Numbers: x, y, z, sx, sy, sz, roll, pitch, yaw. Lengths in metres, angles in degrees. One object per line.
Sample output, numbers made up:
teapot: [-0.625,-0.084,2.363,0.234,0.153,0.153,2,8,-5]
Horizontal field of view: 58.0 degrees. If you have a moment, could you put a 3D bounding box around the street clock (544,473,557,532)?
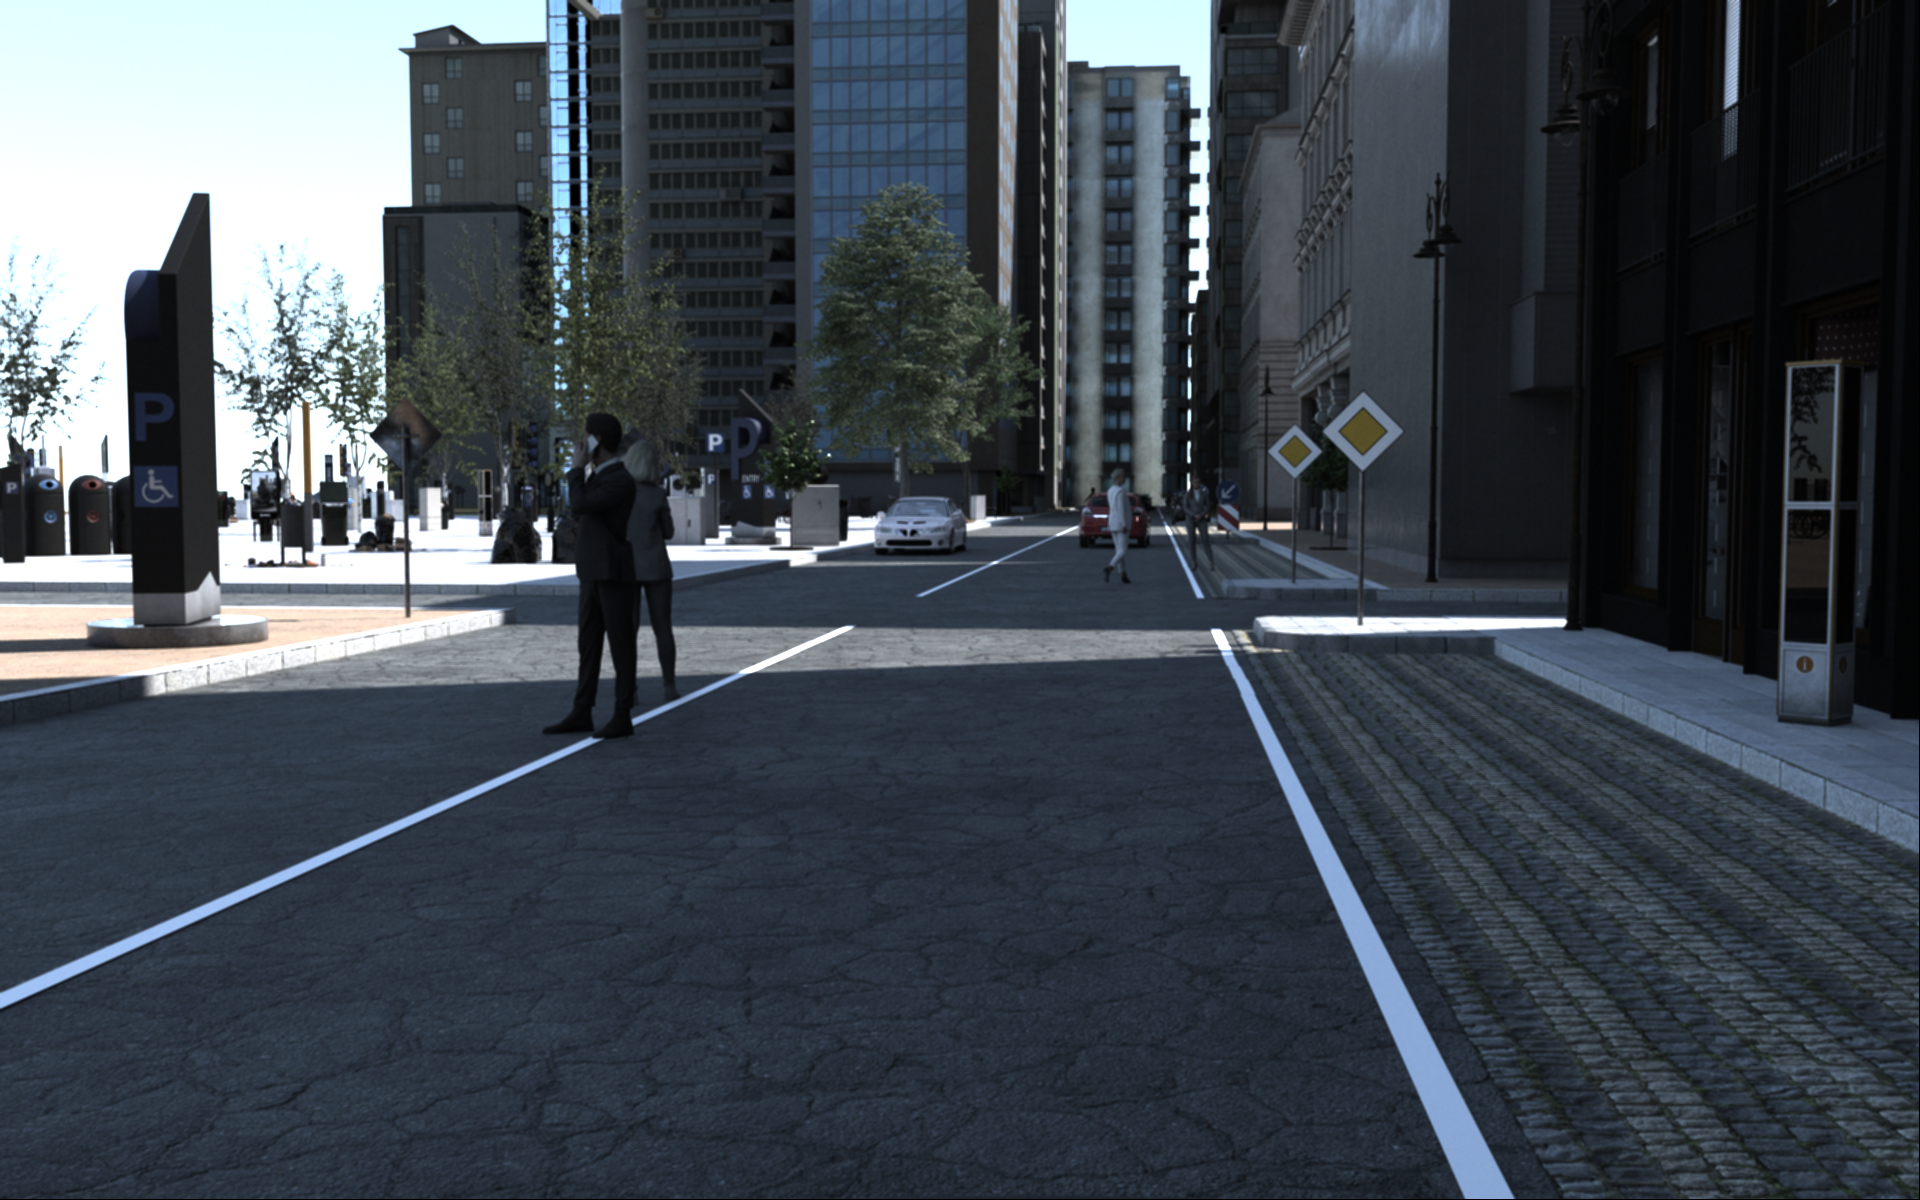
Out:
street clock: [-13.790,-3.289,58.347,0.471,2.002,0.358,3,5,42]

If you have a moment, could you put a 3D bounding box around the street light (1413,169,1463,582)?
street light: [6.877,-3.198,25.079,0.468,5.910,1.993,0,4,6]

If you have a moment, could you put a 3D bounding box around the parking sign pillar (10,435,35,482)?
parking sign pillar: [-43.070,-5.576,79.637,1.447,3.967,1.447,0,4,1]

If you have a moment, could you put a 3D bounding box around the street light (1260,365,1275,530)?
street light: [10.943,-5.451,61.911,0.468,5.910,1.993,0,4,6]

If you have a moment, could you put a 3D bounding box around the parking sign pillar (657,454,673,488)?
parking sign pillar: [-16.287,-6.466,94.199,1.447,3.967,1.447,0,4,-3]

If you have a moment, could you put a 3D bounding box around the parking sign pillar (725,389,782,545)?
parking sign pillar: [-5.255,-3.393,43.948,1.447,3.967,1.447,3,5,44]

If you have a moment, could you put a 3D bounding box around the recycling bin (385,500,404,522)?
recycling bin: [-25.920,-4.095,79.504,0.722,1.027,0.722,-3,5,-40]

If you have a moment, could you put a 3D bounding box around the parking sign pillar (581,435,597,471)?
parking sign pillar: [-16.173,-5.421,77.107,1.447,3.967,1.447,-2,4,-31]

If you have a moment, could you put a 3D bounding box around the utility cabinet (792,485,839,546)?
utility cabinet: [-3.539,-2.054,42.266,1.173,1.500,0.318,0,4,-7]

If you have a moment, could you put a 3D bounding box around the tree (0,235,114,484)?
tree: [-27.218,-6.120,50.426,4.360,8.622,3.978,0,3,0]

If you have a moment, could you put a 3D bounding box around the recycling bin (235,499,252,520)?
recycling bin: [-35.013,-4.428,84.949,0.722,1.027,0.722,1,4,17]

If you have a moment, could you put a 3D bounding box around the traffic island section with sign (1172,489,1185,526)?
traffic island section with sign: [10.582,-4.183,77.018,1.989,1.847,2.006,0,4,6]

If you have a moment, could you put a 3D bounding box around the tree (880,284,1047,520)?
tree: [0.202,-9.727,84.785,9.928,11.665,9.643,0,3,0]

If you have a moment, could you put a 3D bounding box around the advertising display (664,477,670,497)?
advertising display: [-11.389,-3.802,67.375,0.123,1.923,0.974,-1,4,-16]

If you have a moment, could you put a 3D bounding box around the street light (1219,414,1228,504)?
street light: [14.986,-7.693,98.567,0.468,5.910,1.993,0,4,6]

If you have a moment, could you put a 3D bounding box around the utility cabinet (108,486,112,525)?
utility cabinet: [-23.755,-2.471,49.072,1.173,1.500,0.318,0,4,-1]

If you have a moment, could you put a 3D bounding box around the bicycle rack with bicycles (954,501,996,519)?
bicycle rack with bicycles: [0.634,-4.576,88.201,2.852,0.926,2.925,-1,4,-14]

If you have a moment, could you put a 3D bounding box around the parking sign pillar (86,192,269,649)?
parking sign pillar: [-6.784,-1.619,14.936,1.447,3.967,1.447,-1,4,-11]

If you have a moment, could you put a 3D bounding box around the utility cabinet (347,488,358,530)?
utility cabinet: [-21.529,-3.191,60.853,1.173,1.500,0.318,3,4,36]

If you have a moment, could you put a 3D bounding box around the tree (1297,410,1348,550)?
tree: [8.617,-2.788,40.190,1.663,3.219,1.824,0,3,0]

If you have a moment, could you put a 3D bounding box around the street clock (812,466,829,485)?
street clock: [-3.554,-2.402,43.839,0.358,2.002,0.471,-3,5,-42]

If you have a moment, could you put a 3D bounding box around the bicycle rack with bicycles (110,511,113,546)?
bicycle rack with bicycles: [-19.708,-1.771,42.343,2.852,0.926,2.925,-1,4,-14]

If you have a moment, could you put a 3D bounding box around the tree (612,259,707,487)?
tree: [-9.665,-6.340,54.029,4.360,8.622,3.978,0,3,0]

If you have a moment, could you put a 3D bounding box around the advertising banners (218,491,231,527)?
advertising banners: [-29.286,-4.330,66.980,2.074,3.025,0.090,0,4,0]

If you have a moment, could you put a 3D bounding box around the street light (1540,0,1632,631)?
street light: [5.781,-2.652,16.156,0.468,5.910,1.993,0,4,6]

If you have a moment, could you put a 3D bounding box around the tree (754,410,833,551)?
tree: [-3.945,-2.767,39.845,1.663,3.219,1.824,0,3,0]

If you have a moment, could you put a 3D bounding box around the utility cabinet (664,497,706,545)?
utility cabinet: [-6.920,-1.978,43.500,1.020,1.237,0.306,1,4,16]

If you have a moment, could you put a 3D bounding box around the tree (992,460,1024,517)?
tree: [2.547,-6.384,98.985,1.663,3.219,1.824,0,3,0]

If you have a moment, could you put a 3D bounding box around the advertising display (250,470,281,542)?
advertising display: [-18.774,-2.545,46.826,0.974,1.923,0.123,2,4,24]

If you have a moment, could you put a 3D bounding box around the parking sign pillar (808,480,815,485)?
parking sign pillar: [-8.386,-6.625,96.798,1.447,3.967,1.447,-1,4,-15]

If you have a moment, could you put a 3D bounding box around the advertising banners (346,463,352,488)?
advertising banners: [-33.439,-6.117,96.206,2.074,3.025,0.090,2,4,34]

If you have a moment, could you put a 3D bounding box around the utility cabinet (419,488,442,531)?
utility cabinet: [-18.366,-3.140,60.016,0.318,1.500,1.173,0,4,7]

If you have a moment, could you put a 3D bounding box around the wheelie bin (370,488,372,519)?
wheelie bin: [-30.863,-5.034,90.208,0.980,1.594,0.693,2,4,28]

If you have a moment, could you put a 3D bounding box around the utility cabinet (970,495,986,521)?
utility cabinet: [0.872,-4.435,83.680,0.306,1.237,1.020,2,4,30]

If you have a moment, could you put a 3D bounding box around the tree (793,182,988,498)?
tree: [-2.412,-8.906,63.748,7.486,12.596,7.792,0,3,0]

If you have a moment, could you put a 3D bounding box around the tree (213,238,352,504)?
tree: [-19.390,-6.041,49.133,4.360,8.622,3.978,0,3,0]

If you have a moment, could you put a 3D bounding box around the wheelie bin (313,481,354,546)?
wheelie bin: [-15.593,-2.148,43.033,0.980,1.594,0.693,-2,4,-24]

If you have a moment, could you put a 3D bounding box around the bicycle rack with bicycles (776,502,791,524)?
bicycle rack with bicycles: [-6.951,-3.754,74.756,2.925,0.926,2.852,0,4,5]

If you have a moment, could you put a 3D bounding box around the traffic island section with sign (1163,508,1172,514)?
traffic island section with sign: [15.985,-7.179,125.997,1.989,1.847,2.006,0,4,6]

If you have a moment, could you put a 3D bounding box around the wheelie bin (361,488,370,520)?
wheelie bin: [-29.425,-4.675,84.338,0.693,1.594,0.980,0,4,6]

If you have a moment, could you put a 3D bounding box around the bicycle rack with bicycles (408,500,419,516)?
bicycle rack with bicycles: [-32.272,-5.354,100.921,2.852,0.926,2.925,-1,4,-18]

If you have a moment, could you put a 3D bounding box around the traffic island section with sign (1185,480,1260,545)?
traffic island section with sign: [7.567,-2.518,49.794,1.989,1.847,2.006,0,4,6]

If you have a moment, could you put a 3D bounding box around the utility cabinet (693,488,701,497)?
utility cabinet: [-9.923,-3.554,66.788,0.318,1.500,1.173,1,4,14]
